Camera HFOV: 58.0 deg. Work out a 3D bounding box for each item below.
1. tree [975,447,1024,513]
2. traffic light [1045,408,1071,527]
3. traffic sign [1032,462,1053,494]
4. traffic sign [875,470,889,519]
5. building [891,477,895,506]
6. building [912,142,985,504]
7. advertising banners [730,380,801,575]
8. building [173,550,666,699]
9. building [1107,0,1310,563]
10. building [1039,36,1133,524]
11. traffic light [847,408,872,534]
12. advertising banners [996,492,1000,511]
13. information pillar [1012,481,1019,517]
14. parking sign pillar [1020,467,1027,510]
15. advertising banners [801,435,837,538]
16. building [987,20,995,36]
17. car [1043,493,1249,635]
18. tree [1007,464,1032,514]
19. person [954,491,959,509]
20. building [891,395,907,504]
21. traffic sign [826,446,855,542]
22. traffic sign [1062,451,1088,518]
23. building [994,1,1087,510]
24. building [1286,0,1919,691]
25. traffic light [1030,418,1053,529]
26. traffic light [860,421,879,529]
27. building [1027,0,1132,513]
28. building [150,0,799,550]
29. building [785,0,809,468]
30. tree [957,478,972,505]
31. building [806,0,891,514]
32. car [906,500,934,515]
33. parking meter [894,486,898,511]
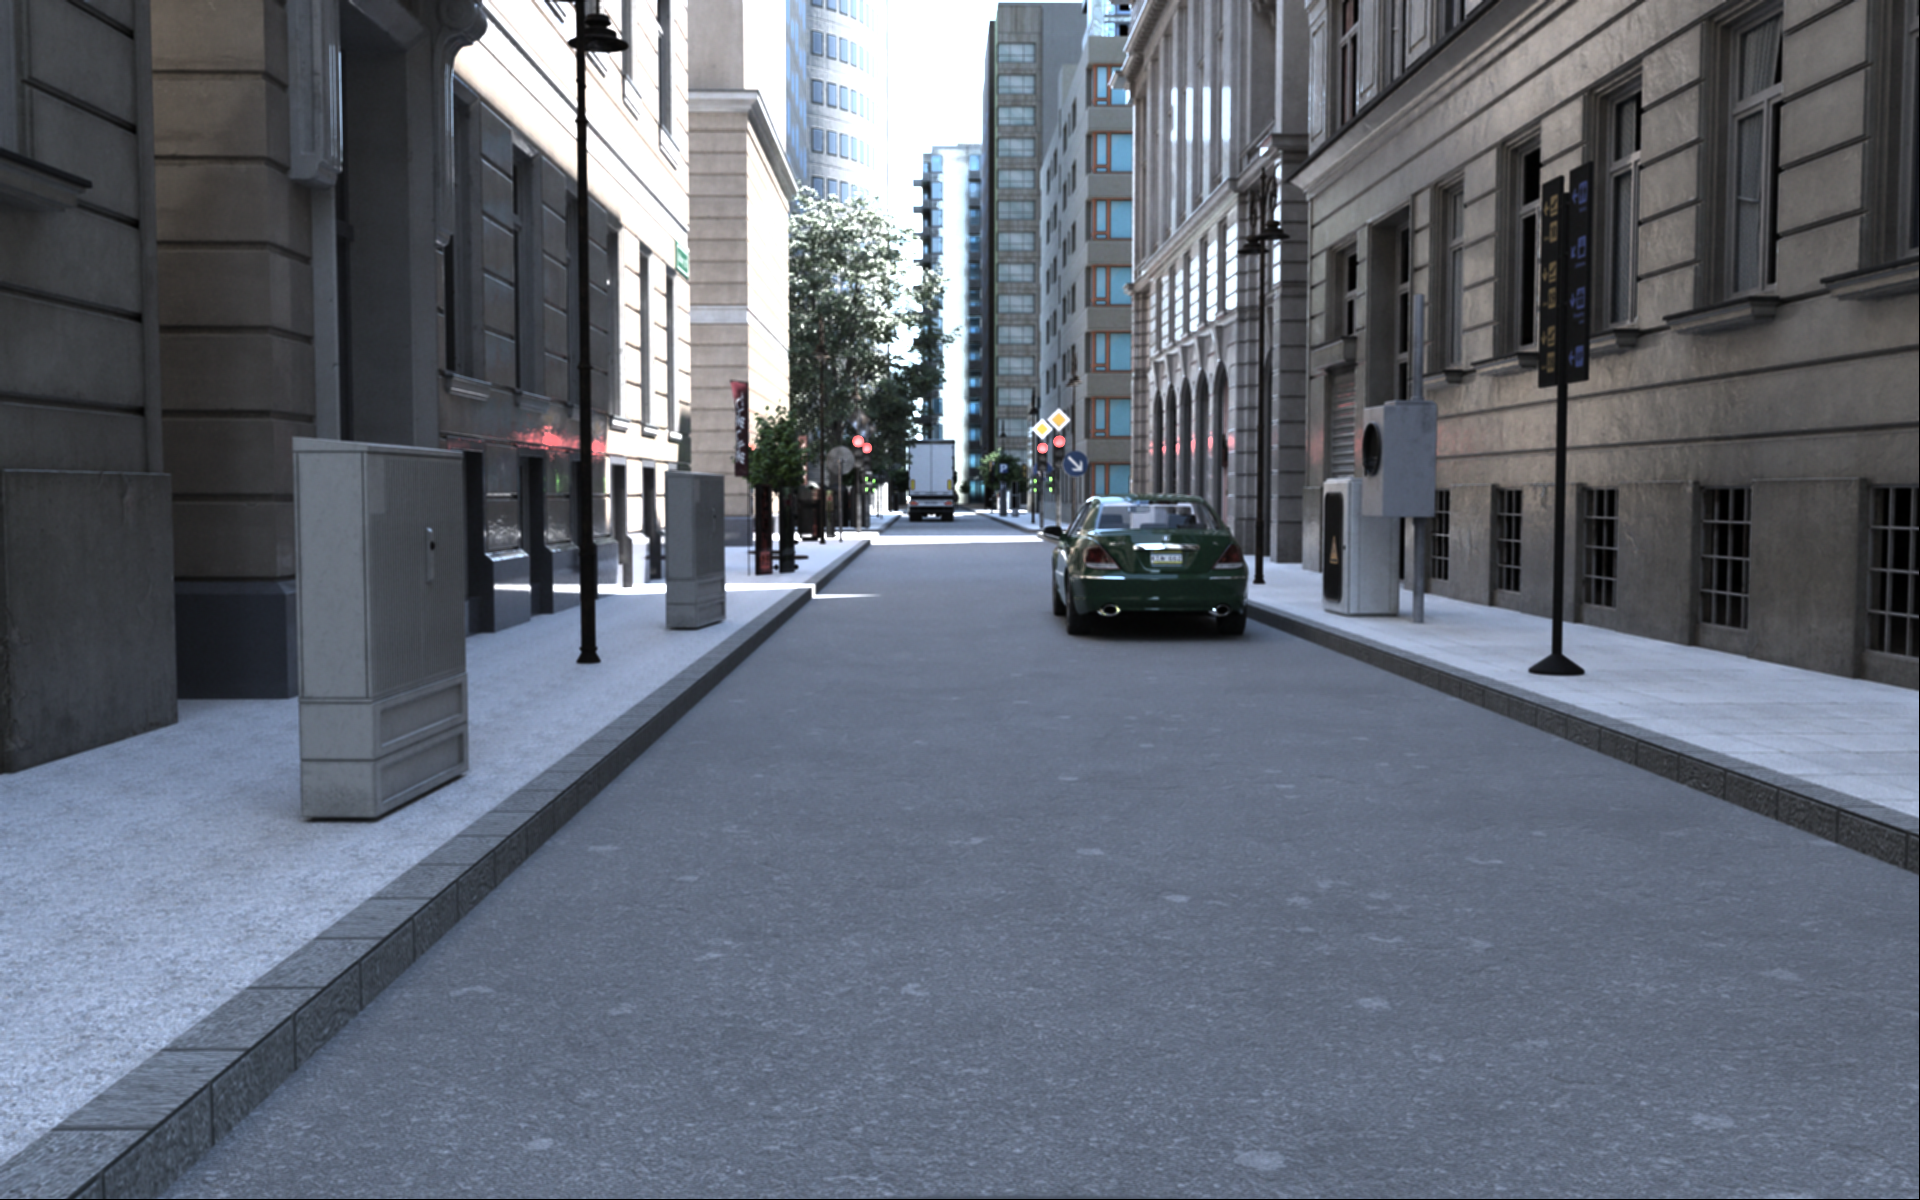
[{"bbox_3d":[2.750,-8.319,119.724,4.285,4.588,4.351,0,3,0],"label":"tree"},{"bbox_3d":[3.190,-4.127,56.397,0.839,4.253,0.868,0,4,-1],"label":"traffic light"},{"bbox_3d":[3.135,-4.014,65.727,0.768,2.556,0.104,0,4,7],"label":"traffic sign"},{"bbox_3d":[-4.067,-5.478,89.678,0.768,2.556,0.104,0,4,7],"label":"traffic sign"},{"bbox_3d":[-22.955,-29.830,179.605,32.217,40.220,23.993,0,4,-1],"label":"building"},{"bbox_3d":[8.783,-37.661,235.370,30.456,49.044,23.786,0,4,-1],"label":"building"},{"bbox_3d":[-3.112,-1.919,27.564,0.090,3.025,2.074,2,4,23],"label":"advertising banners"},{"bbox_3d":[-10.612,-14.289,19.535,13.634,28.700,20.117,0,4,-1],"label":"building"},{"bbox_3d":[11.527,-12.316,43.173,13.314,21.916,24.055,0,4,-1],"label":"building"},{"bbox_3d":[19.012,-14.355,79.743,28.899,21.520,27.650,0,4,-1],"label":"building"},{"bbox_3d":[-3.270,-4.118,56.252,0.839,4.253,0.868,0,4,-1],"label":"traffic light"},{"bbox_3d":[2.956,-8.234,130.820,0.090,3.025,2.074,1,4,14],"label":"advertising banners"},{"bbox_3d":[3.123,-5.706,97.777,0.304,2.012,0.304,2,4,28],"label":"information pillar"},{"bbox_3d":[5.453,-9.081,136.945,1.447,3.967,1.447,2,4,29],"label":"parking sign pillar"},{"bbox_3d":[-4.204,-3.345,50.882,0.090,3.025,2.074,-3,4,-36],"label":"advertising banners"},{"bbox_3d":[9.331,-31.322,162.220,14.600,45.320,14.200,0,4,-1],"label":"building"},{"bbox_3d":[2.006,-0.445,19.080,2.131,1.459,4.920,0,4,0],"label":"car"},{"bbox_3d":[3.745,-7.185,112.073,1.663,3.219,1.824,0,3,0],"label":"tree"},{"bbox_3d":[-0.347,-9.512,164.547,0.617,1.759,0.750,-1,4,-16],"label":"person"},{"bbox_3d":[-22.734,-56.257,232.481,31.000,86.520,22.319,0,4,-1],"label":"building"},{"bbox_3d":[-3.174,-2.809,46.038,0.768,2.556,0.104,0,3,0],"label":"traffic sign"},{"bbox_3d":[3.411,-3.127,51.236,0.768,2.556,0.104,0,4,5],"label":"traffic sign"},{"bbox_3d":[9.901,-28.419,148.237,14.154,41.232,14.086,0,4,-1],"label":"building"},{"bbox_3d":[13.386,-11.103,14.820,16.112,22.955,30.059,0,4,-1],"label":"building"},{"bbox_3d":[3.031,-4.615,64.380,0.839,4.253,0.868,0,4,-1],"label":"traffic light"},{"bbox_3d":[-3.429,-4.606,64.236,0.839,4.253,0.868,0,4,-1],"label":"traffic light"},{"bbox_3d":[16.357,-48.647,108.054,22.319,86.520,31.000,0,4,-1],"label":"building"},{"bbox_3d":[-14.908,-16.015,47.745,20.117,28.700,13.634,0,4,-1],"label":"building"},{"bbox_3d":[-14.859,-26.559,84.348,14.600,45.320,14.200,0,4,-1],"label":"building"},{"bbox_3d":[0.602,-12.990,206.982,1.663,3.219,1.824,0,3,0],"label":"tree"},{"bbox_3d":[-15.601,-35.296,119.090,21.231,58.520,28.212,0,4,-1],"label":"building"},{"bbox_3d":[-2.663,-6.462,117.657,2.014,1.417,4.499,0,4,-3],"label":"car"},{"bbox_3d":[-4.779,-7.561,129.328,0.255,1.863,0.399,1,4,16],"label":"parking meter"}]
